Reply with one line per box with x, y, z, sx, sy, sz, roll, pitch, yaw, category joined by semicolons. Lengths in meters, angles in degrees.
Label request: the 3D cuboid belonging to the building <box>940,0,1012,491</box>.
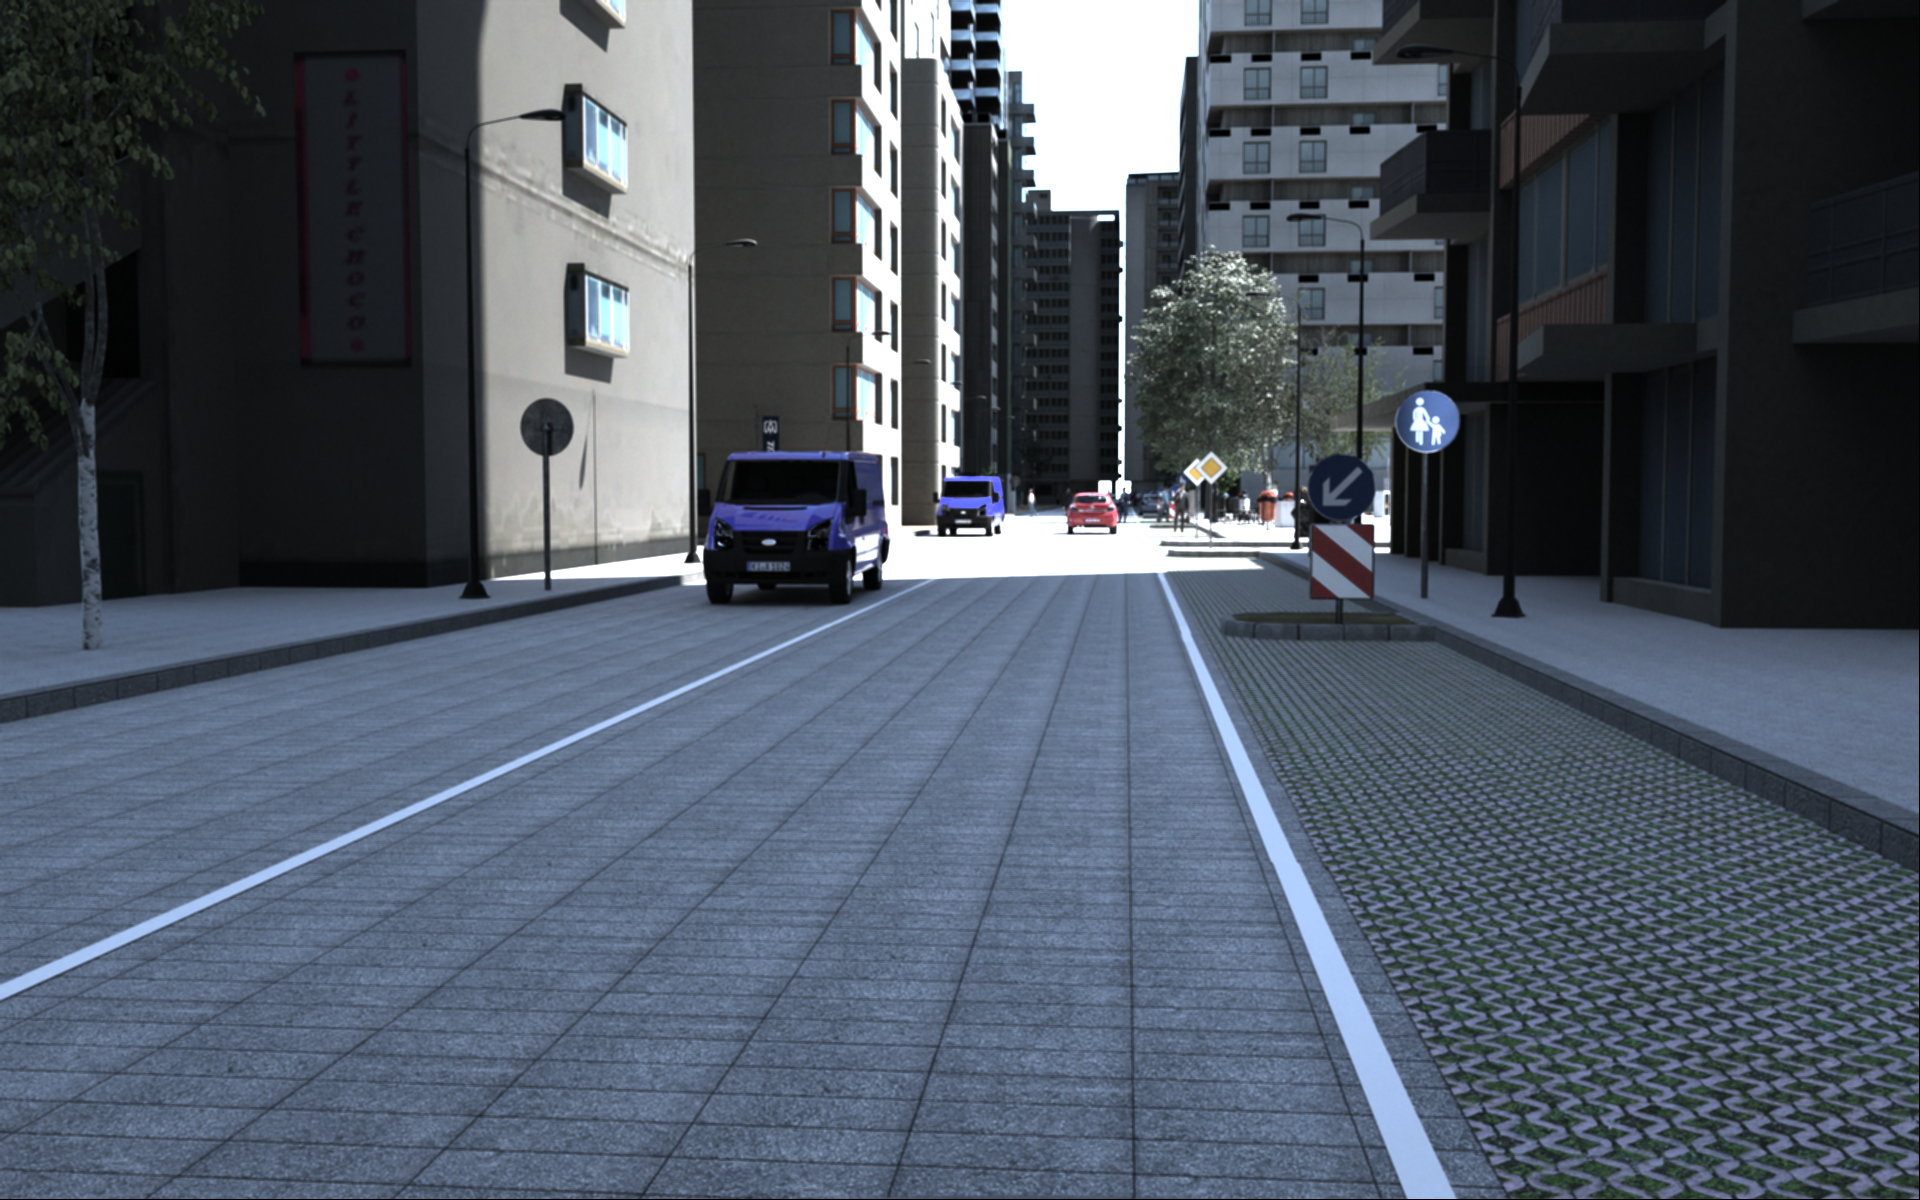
-6.126;-51.444;153.789;22.319;86.520;31.000;0;4;5;building

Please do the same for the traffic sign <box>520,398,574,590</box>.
-5.508;-1.405;23.071;0.768;2.556;0.104;1;4;13;traffic sign

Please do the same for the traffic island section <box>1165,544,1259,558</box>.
5.841;-1.097;40.217;2.009;0.180;2.903;0;4;5;traffic island section

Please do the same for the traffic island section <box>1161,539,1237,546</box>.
6.601;-1.583;48.166;2.009;0.180;2.903;0;4;5;traffic island section

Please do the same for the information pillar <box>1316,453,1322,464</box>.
20.546;-6.589;99.091;0.183;3.616;0.504;-3;4;-37;information pillar

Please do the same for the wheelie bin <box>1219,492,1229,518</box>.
14.002;-5.218;93.218;0.980;1.594;0.693;1;4;18;wheelie bin

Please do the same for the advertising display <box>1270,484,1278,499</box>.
20.386;-6.572;112.670;0.123;1.923;0.974;3;5;40;advertising display

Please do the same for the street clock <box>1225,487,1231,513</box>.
17.798;-6.770;115.266;0.471;2.002;0.358;2;4;35;street clock

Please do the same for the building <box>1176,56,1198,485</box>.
34.166;-34.263;183.900;21.300;48.544;21.600;0;4;5;building

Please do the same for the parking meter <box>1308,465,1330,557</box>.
7.328;-1.808;35.276;0.399;1.863;0.255;-1;4;-19;parking meter

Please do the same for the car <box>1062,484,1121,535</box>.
4.779;-3.288;62.806;2.155;1.783;4.494;0;4;4;car

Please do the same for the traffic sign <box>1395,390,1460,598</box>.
5.727;-1.295;21.284;0.768;2.556;0.104;1;4;12;traffic sign

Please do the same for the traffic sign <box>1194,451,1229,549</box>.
5.817;-2.232;40.142;0.795;2.450;0.064;0;4;5;traffic sign

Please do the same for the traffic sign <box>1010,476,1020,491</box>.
3.821;-7.374;120.664;0.768;2.556;0.104;1;4;13;traffic sign

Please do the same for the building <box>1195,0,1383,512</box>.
32.904;-33.573;138.162;28.713;52.752;27.495;0;4;5;building

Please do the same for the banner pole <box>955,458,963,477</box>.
-0.076;-8.045;121.560;0.863;3.779;0.401;0;4;7;banner pole

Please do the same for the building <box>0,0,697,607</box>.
-17.306;-24.695;27.462;21.600;48.544;21.300;0;4;5;building

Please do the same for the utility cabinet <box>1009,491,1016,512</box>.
3.596;-6.772;119.393;0.318;1.500;1.173;1;4;11;utility cabinet

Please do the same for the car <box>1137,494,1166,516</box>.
12.723;-6.288;114.813;2.014;1.417;4.499;0;4;5;car

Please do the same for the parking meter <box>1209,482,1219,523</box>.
11.238;-4.335;76.591;0.399;1.863;0.255;3;5;45;parking meter

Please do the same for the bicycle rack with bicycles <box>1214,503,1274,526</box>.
11.931;-3.549;71.403;2.925;0.926;2.852;-2;4;-24;bicycle rack with bicycles

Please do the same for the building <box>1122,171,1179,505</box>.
27.131;-32.387;213.119;14.086;41.232;14.154;0;4;5;building

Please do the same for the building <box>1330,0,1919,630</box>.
17.637;-22.503;22.553;22.147;44.769;28.867;0;4;5;building

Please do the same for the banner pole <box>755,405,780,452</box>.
-5.489;-3.600;48.878;0.863;3.779;0.401;-1;4;-19;banner pole

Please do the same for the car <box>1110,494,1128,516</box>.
10.286;-6.318;115.298;2.014;1.417;4.499;0;4;6;car

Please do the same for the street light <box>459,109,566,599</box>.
-5.446;-2.971;21.121;1.470;5.913;1.316;0;4;5;street light

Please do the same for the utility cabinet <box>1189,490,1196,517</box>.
12.699;-5.271;94.864;0.318;1.500;1.173;0;4;4;utility cabinet

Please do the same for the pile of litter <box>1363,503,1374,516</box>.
24.574;-5.465;103.311;1.719;0.858;1.176;-3;4;-39;pile of litter

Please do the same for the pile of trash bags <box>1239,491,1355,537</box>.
10.401;-2.569;51.762;3.447;1.369;1.912;3;5;41;pile of trash bags

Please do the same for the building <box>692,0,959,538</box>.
-15.164;-13.439;64.770;27.650;21.520;28.899;0;4;5;building

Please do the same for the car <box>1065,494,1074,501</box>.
11.351;-9.907;171.013;2.155;1.783;4.494;0;4;4;car

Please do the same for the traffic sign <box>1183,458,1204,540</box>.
6.576;-2.719;48.091;0.795;2.450;0.064;0;4;5;traffic sign

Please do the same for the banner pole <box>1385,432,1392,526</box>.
17.476;-4.897;70.077;0.401;3.779;0.863;0;4;5;banner pole

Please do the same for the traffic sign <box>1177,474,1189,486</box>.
14.443;-6.866;112.371;0.768;2.556;0.104;1;4;9;traffic sign

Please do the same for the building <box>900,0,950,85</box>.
-14.996;-31.559;105.221;28.713;52.752;27.495;0;4;5;building

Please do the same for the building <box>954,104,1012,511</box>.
-3.511;-22.034;131.962;14.160;30.474;14.107;0;4;5;building

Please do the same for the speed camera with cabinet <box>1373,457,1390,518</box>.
22.789;-6.012;92.627;0.660;3.252;2.038;2;4;35;speed camera with cabinet

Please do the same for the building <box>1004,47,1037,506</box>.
-7.165;-34.740;187.607;30.456;49.044;23.786;0;4;5;building

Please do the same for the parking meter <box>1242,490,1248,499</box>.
18.050;-6.192;109.654;0.372;1.533;0.369;0;3;0;parking meter

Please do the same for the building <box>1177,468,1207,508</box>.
31.270;-44.286;162.323;20.563;71.187;20.611;0;4;5;building

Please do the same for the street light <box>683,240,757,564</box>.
-4.408;-3.626;31.823;1.470;5.913;1.316;0;4;5;street light

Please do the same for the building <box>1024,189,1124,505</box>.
9.000;-32.519;223.568;23.993;40.220;32.217;0;4;5;building
